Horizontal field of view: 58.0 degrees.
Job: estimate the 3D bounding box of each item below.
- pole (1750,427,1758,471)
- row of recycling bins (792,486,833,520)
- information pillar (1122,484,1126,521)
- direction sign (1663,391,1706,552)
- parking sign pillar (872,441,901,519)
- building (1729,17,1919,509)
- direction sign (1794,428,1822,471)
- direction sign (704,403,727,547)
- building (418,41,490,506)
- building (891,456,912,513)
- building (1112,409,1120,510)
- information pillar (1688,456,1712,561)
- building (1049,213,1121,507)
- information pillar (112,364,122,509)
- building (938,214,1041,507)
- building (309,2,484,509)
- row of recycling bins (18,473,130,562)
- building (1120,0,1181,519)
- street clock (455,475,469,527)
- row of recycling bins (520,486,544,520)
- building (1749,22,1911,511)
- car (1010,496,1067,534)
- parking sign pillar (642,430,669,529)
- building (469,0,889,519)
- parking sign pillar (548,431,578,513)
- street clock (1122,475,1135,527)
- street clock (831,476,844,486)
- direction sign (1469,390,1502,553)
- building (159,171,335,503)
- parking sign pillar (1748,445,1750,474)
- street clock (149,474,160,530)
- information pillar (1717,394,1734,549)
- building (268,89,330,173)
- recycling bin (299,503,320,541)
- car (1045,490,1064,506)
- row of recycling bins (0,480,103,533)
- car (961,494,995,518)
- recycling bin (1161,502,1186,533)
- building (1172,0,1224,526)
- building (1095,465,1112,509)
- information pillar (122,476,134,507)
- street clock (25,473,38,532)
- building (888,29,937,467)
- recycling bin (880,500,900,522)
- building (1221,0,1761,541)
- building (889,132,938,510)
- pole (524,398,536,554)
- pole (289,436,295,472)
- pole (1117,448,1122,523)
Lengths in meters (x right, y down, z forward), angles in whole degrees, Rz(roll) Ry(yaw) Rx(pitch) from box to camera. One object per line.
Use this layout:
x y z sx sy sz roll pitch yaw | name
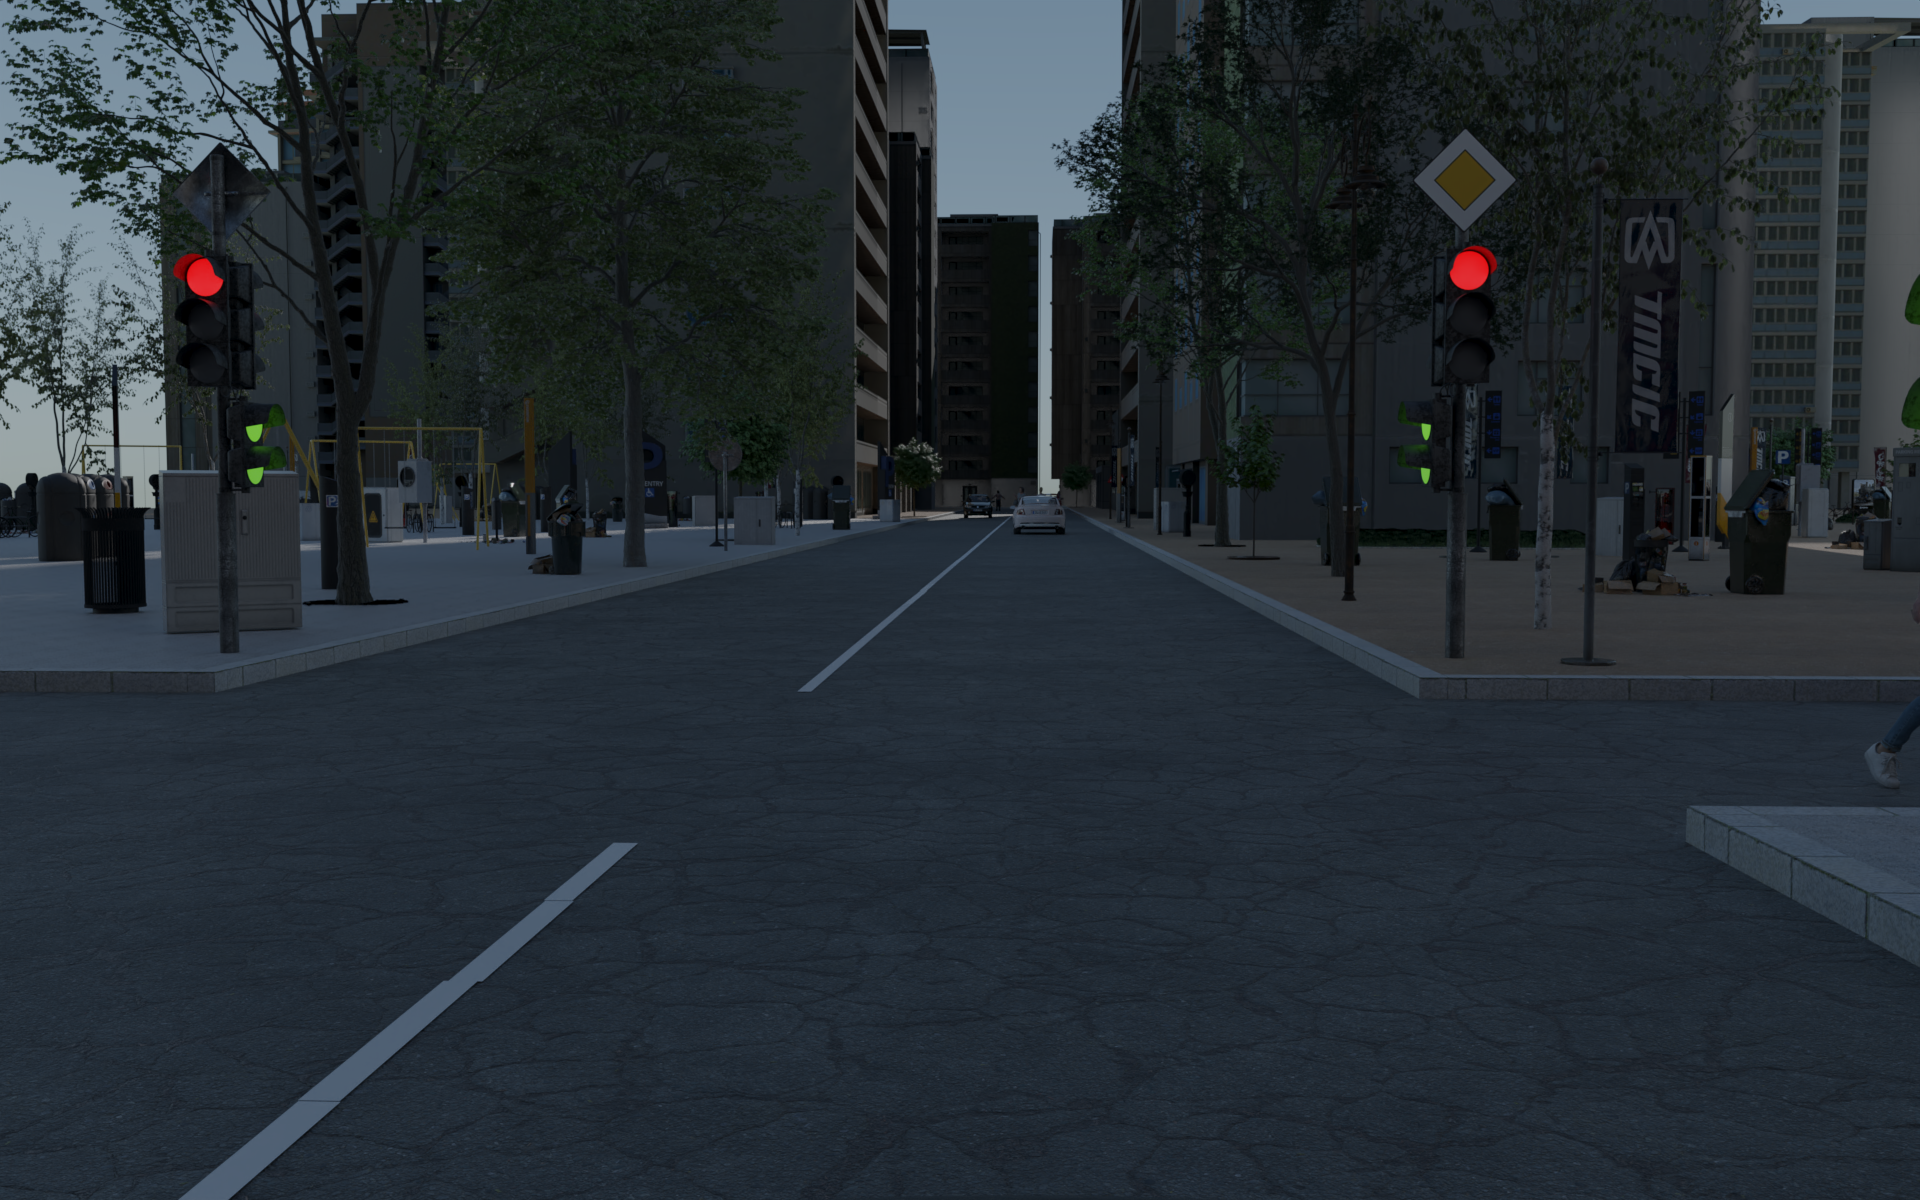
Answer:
24.212 -3.612 52.891 0.158 3.312 0.155 0 3 0 | pole
-7.201 -4.915 87.476 3.534 1.692 1.069 3 5 44 | row of recycling bins
7.719 -4.766 82.413 0.304 2.012 0.304 1 4 13 | information pillar
15.981 -2.831 38.284 0.876 3.537 0.379 3 5 43 | direction sign
-3.773 -6.134 88.755 1.447 3.967 1.447 1 4 21 | parking sign pillar
78.276 -28.676 152.441 14.086 41.232 14.154 0 4 3 | building
29.124 -4.131 59.537 0.379 3.537 0.876 -3 5 -45 | direction sign
-5.949 -3.075 42.266 0.379 3.537 0.876 -3 5 -45 | direction sign
-28.913 -27.889 147.869 23.993 40.220 32.217 0 4 3 | building
-13.926 -41.698 120.014 20.563 71.187 20.611 0 4 3 | building
22.938 -49.611 123.811 22.319 86.520 31.000 0 4 3 | building
14.194 -1.757 33.215 0.304 2.012 0.304 3 5 44 | information pillar
16.467 -25.016 180.708 14.107 30.474 14.160 0 4 3 | building
-15.148 -2.433 31.128 0.183 3.616 0.504 -2 4 -24 | information pillar
1.364 -25.062 181.470 14.107 30.474 14.160 0 4 3 | building
-48.751 -30.997 156.912 14.200 45.320 14.600 0 4 3 | building
-17.489 -1.678 34.546 1.069 1.692 3.534 -1 4 -9 | row of recycling bins
20.374 -29.045 98.593 21.300 48.544 21.600 0 4 3 | building
-19.330 -3.833 67.241 0.471 2.002 0.358 0 4 5 | street clock
-21.431 -4.854 86.470 1.069 1.692 3.534 0 4 7 | row of recycling bins
58.533 -27.629 143.621 23.993 40.220 32.217 0 4 3 | building
2.856 -3.090 62.890 2.083 1.381 4.827 0 4 1 | car
-11.677 -4.678 64.962 1.447 3.967 1.447 -1 4 -17 | parking sign pillar
-15.633 -29.113 99.695 21.300 48.544 21.600 0 4 3 | building
-17.098 -5.264 74.534 1.447 3.967 1.447 2 4 32 | parking sign pillar
6.543 -3.840 67.362 0.471 2.002 0.358 0 4 8 | street clock
-4.809 -3.872 67.869 0.471 2.002 0.358 -2 4 -25 | street clock
11.416 -2.817 38.047 0.876 3.537 0.379 1 4 19 | direction sign
-62.862 -23.666 158.644 14.107 30.474 14.160 0 4 3 | building
35.126 -5.454 77.646 1.447 3.967 1.447 0 4 -4 | parking sign pillar
-28.884 -3.531 62.297 0.358 2.002 0.471 2 4 34 | street clock
17.827 -2.996 40.335 0.504 3.616 0.183 -3 4 -37 | information pillar
-58.805 -32.600 187.636 28.867 44.769 22.147 0 4 3 | building
-17.919 -2.162 47.896 0.722 1.027 0.722 -3 4 -36 | recycling bin
7.534 -8.235 143.686 2.155 1.783 4.494 0 4 4 | car
-32.883 -3.365 62.123 3.534 1.692 1.069 -1 4 -21 | row of recycling bins
1.090 -5.758 103.936 2.009 1.686 4.222 0 4 1 | car
7.143 -2.779 57.997 0.722 1.027 0.722 -1 4 -20 | recycling bin
16.885 -26.008 75.344 14.600 45.320 14.200 0 4 3 | building
22.519 -43.537 150.080 20.563 71.187 20.611 0 4 3 | building
-33.877 -4.042 70.570 0.304 2.012 0.304 2 4 34 | information pillar
-31.542 -3.323 58.904 0.358 2.002 0.471 0 4 -4 | street clock
-9.155 -28.889 155.926 14.086 41.232 14.154 0 4 3 | building
-3.211 -4.102 79.616 0.722 1.027 0.722 2 4 28 | recycling bin
15.088 -22.620 53.426 14.154 41.232 14.086 0 4 3 | building
-9.412 -22.428 138.400 14.160 30.474 14.107 0 4 3 | building
-9.154 -2.631 36.867 0.158 3.312 0.155 0 3 0 | pole
-23.422 -4.095 60.800 0.158 3.312 0.155 0 3 0 | pole
7.108 -5.099 77.206 0.158 3.312 0.155 0 3 0 | pole
